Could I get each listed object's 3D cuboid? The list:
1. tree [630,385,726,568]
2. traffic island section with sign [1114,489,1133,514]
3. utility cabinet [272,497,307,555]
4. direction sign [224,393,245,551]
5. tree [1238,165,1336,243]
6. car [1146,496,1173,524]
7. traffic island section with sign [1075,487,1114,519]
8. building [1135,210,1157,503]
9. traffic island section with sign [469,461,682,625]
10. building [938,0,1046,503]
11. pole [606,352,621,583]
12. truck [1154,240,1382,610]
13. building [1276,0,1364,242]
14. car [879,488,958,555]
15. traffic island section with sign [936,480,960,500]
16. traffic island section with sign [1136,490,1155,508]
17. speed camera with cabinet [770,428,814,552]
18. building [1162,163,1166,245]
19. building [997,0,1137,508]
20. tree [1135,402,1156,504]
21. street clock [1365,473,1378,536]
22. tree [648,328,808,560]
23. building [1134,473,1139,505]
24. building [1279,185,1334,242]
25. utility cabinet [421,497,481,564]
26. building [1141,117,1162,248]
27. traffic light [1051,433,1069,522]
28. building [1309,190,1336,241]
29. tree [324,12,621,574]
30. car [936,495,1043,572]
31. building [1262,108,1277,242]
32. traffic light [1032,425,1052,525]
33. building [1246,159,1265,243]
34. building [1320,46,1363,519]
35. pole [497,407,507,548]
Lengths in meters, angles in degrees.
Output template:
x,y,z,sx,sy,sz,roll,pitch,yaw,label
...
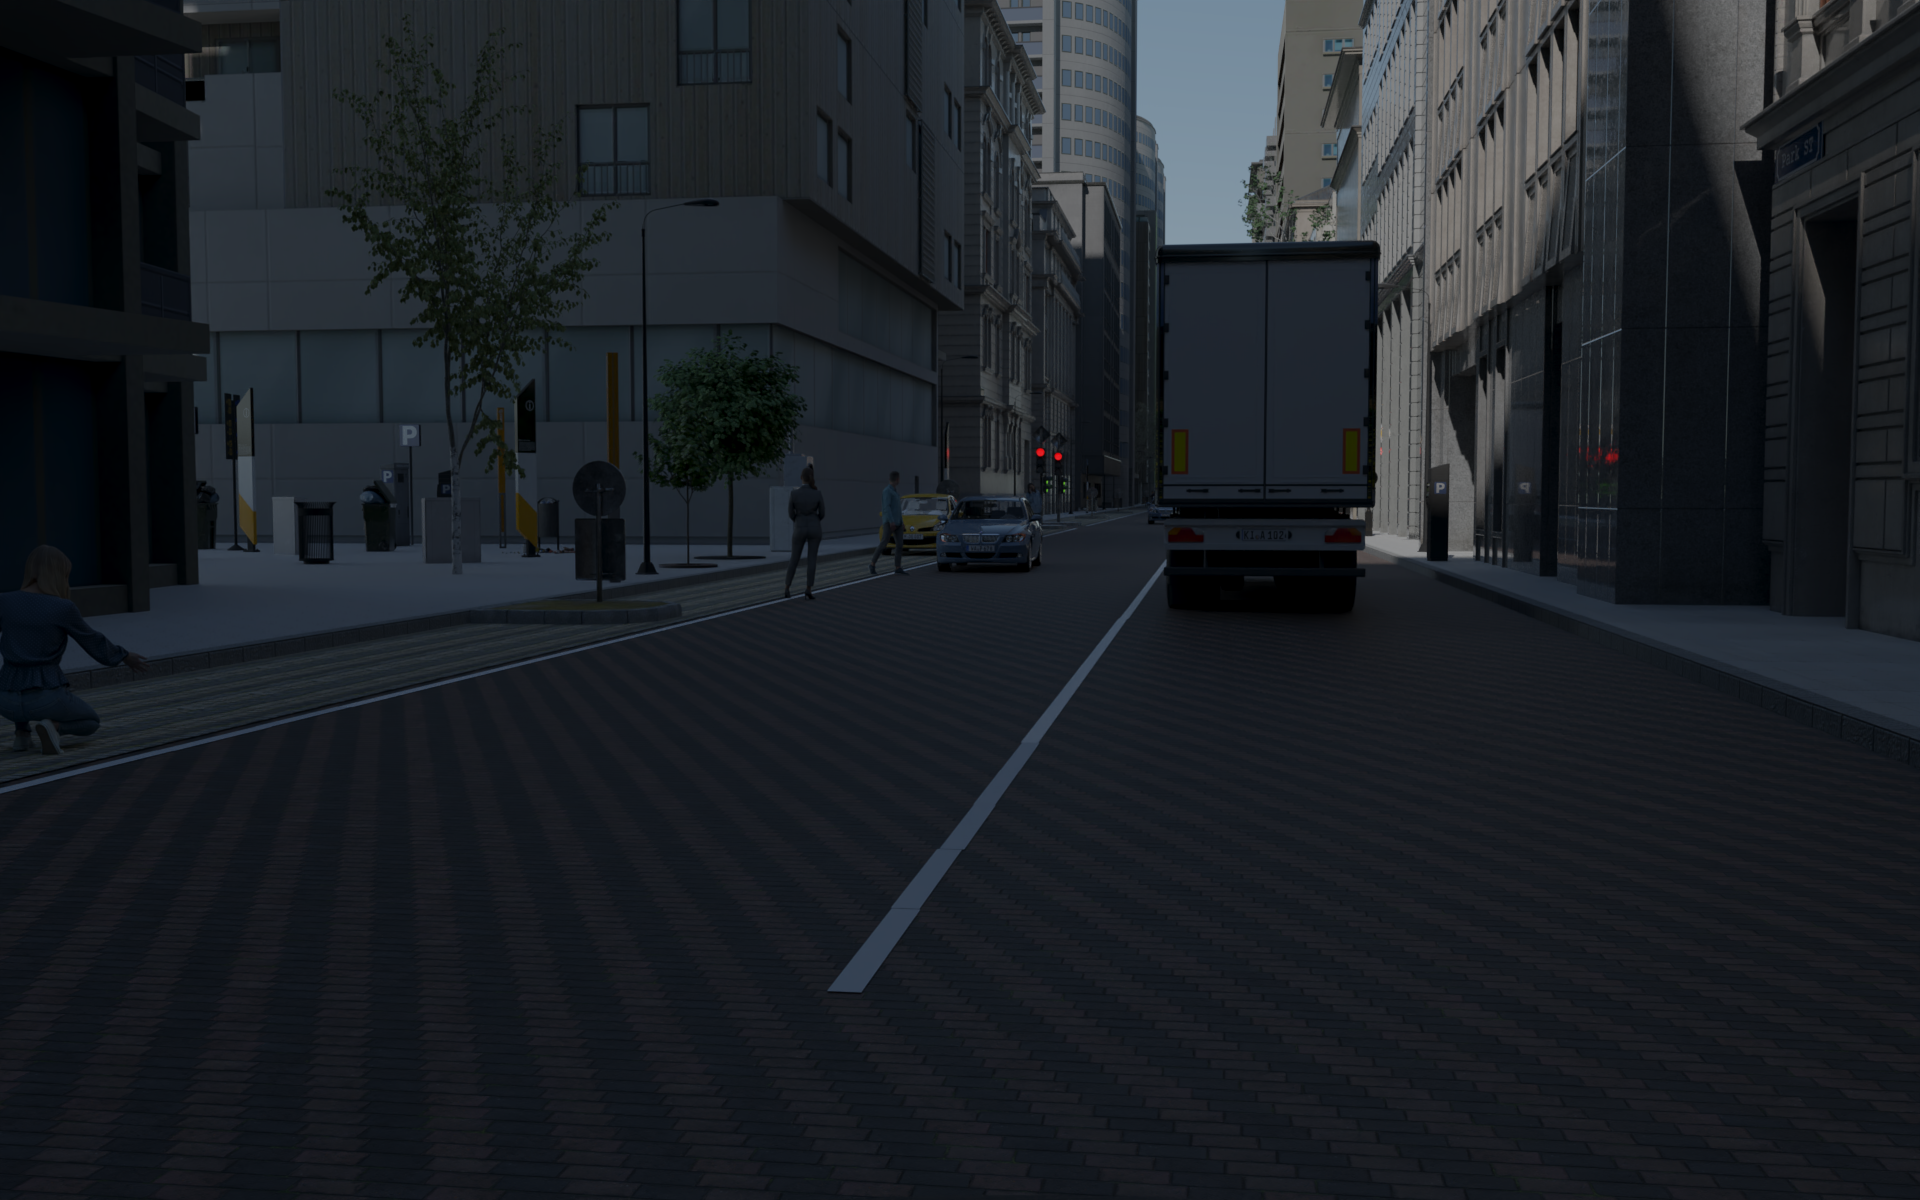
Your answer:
x,y,z,sx,sy,sz,roll,pitch,yaw,label
-4.699,-2.190,30.415,1.663,3.219,1.824,0,3,0,tree
11.725,-7.281,127.673,1.989,1.847,2.006,1,4,8,traffic island section with sign
-14.228,-1.568,36.806,1.020,1.237,0.306,3,5,43,utility cabinet
-16.477,-2.894,39.315,0.379,3.537,0.876,0,4,-3,direction sign
19.350,-14.988,100.937,12.611,20.169,13.585,0,3,0,tree
10.005,-4.385,83.701,2.014,1.417,4.499,1,4,8,car
7.753,-5.650,101.011,1.989,1.847,2.006,1,4,8,traffic island section with sign
20.310,-34.249,243.572,14.154,41.232,14.086,1,4,8,building
-4.293,-0.686,19.848,1.989,1.847,2.006,1,4,8,traffic island section with sign
-3.496,-18.553,90.723,14.401,28.519,23.554,1,4,8,building
-5.013,-1.908,25.047,0.158,3.312,0.155,0,3,0,pole
4.275,-2.198,24.850,2.839,4.237,11.283,1,4,9,truck
40.760,-32.950,162.436,21.300,48.544,21.600,1,4,8,building
-0.838,-1.917,41.573,2.015,1.641,3.980,0,4,8,car
-0.332,-2.317,46.512,1.989,1.847,2.006,1,4,8,traffic island section with sign
19.102,-10.331,177.536,1.989,1.847,2.006,1,4,8,traffic island section with sign
-3.800,-2.749,39.274,0.660,3.252,2.038,0,4,8,speed camera with cabinet
23.613,-45.915,292.710,21.231,58.520,28.212,1,4,8,building
5.872,-38.273,167.762,21.231,58.520,28.212,1,4,8,building
23.557,-19.439,228.197,12.009,13.543,11.850,0,3,0,tree
12.390,-2.930,52.483,0.471,2.002,0.358,-1,4,-16,street clock
-4.647,-3.097,34.352,4.285,4.588,4.351,0,3,0,tree
11.649,-47.321,211.950,20.563,71.187,20.611,1,4,8,building
31.897,-20.838,137.969,12.463,27.353,25.104,1,4,8,building
-9.479,-1.291,32.277,1.020,1.237,0.306,-2,4,-30,utility cabinet
19.090,-44.215,264.912,21.231,58.520,28.212,1,4,8,building
4.504,-5.491,78.703,0.839,4.253,0.868,1,4,8,traffic light
27.794,-16.054,117.240,10.420,20.320,16.860,1,4,8,building
-7.806,-4.714,27.438,4.737,8.622,4.395,0,3,0,tree
0.625,-1.317,33.530,2.014,1.417,4.499,0,4,7,car
47.880,-36.063,209.232,23.786,49.044,30.456,1,4,8,building
3.332,-5.008,70.804,0.839,4.253,0.868,1,4,8,traffic light
58.583,-41.305,264.574,28.713,52.752,27.495,1,4,8,building
32.675,-15.194,81.712,30.059,22.955,16.112,1,4,8,building
-10.824,-2.878,40.898,0.158,3.312,0.155,0,3,0,pole
